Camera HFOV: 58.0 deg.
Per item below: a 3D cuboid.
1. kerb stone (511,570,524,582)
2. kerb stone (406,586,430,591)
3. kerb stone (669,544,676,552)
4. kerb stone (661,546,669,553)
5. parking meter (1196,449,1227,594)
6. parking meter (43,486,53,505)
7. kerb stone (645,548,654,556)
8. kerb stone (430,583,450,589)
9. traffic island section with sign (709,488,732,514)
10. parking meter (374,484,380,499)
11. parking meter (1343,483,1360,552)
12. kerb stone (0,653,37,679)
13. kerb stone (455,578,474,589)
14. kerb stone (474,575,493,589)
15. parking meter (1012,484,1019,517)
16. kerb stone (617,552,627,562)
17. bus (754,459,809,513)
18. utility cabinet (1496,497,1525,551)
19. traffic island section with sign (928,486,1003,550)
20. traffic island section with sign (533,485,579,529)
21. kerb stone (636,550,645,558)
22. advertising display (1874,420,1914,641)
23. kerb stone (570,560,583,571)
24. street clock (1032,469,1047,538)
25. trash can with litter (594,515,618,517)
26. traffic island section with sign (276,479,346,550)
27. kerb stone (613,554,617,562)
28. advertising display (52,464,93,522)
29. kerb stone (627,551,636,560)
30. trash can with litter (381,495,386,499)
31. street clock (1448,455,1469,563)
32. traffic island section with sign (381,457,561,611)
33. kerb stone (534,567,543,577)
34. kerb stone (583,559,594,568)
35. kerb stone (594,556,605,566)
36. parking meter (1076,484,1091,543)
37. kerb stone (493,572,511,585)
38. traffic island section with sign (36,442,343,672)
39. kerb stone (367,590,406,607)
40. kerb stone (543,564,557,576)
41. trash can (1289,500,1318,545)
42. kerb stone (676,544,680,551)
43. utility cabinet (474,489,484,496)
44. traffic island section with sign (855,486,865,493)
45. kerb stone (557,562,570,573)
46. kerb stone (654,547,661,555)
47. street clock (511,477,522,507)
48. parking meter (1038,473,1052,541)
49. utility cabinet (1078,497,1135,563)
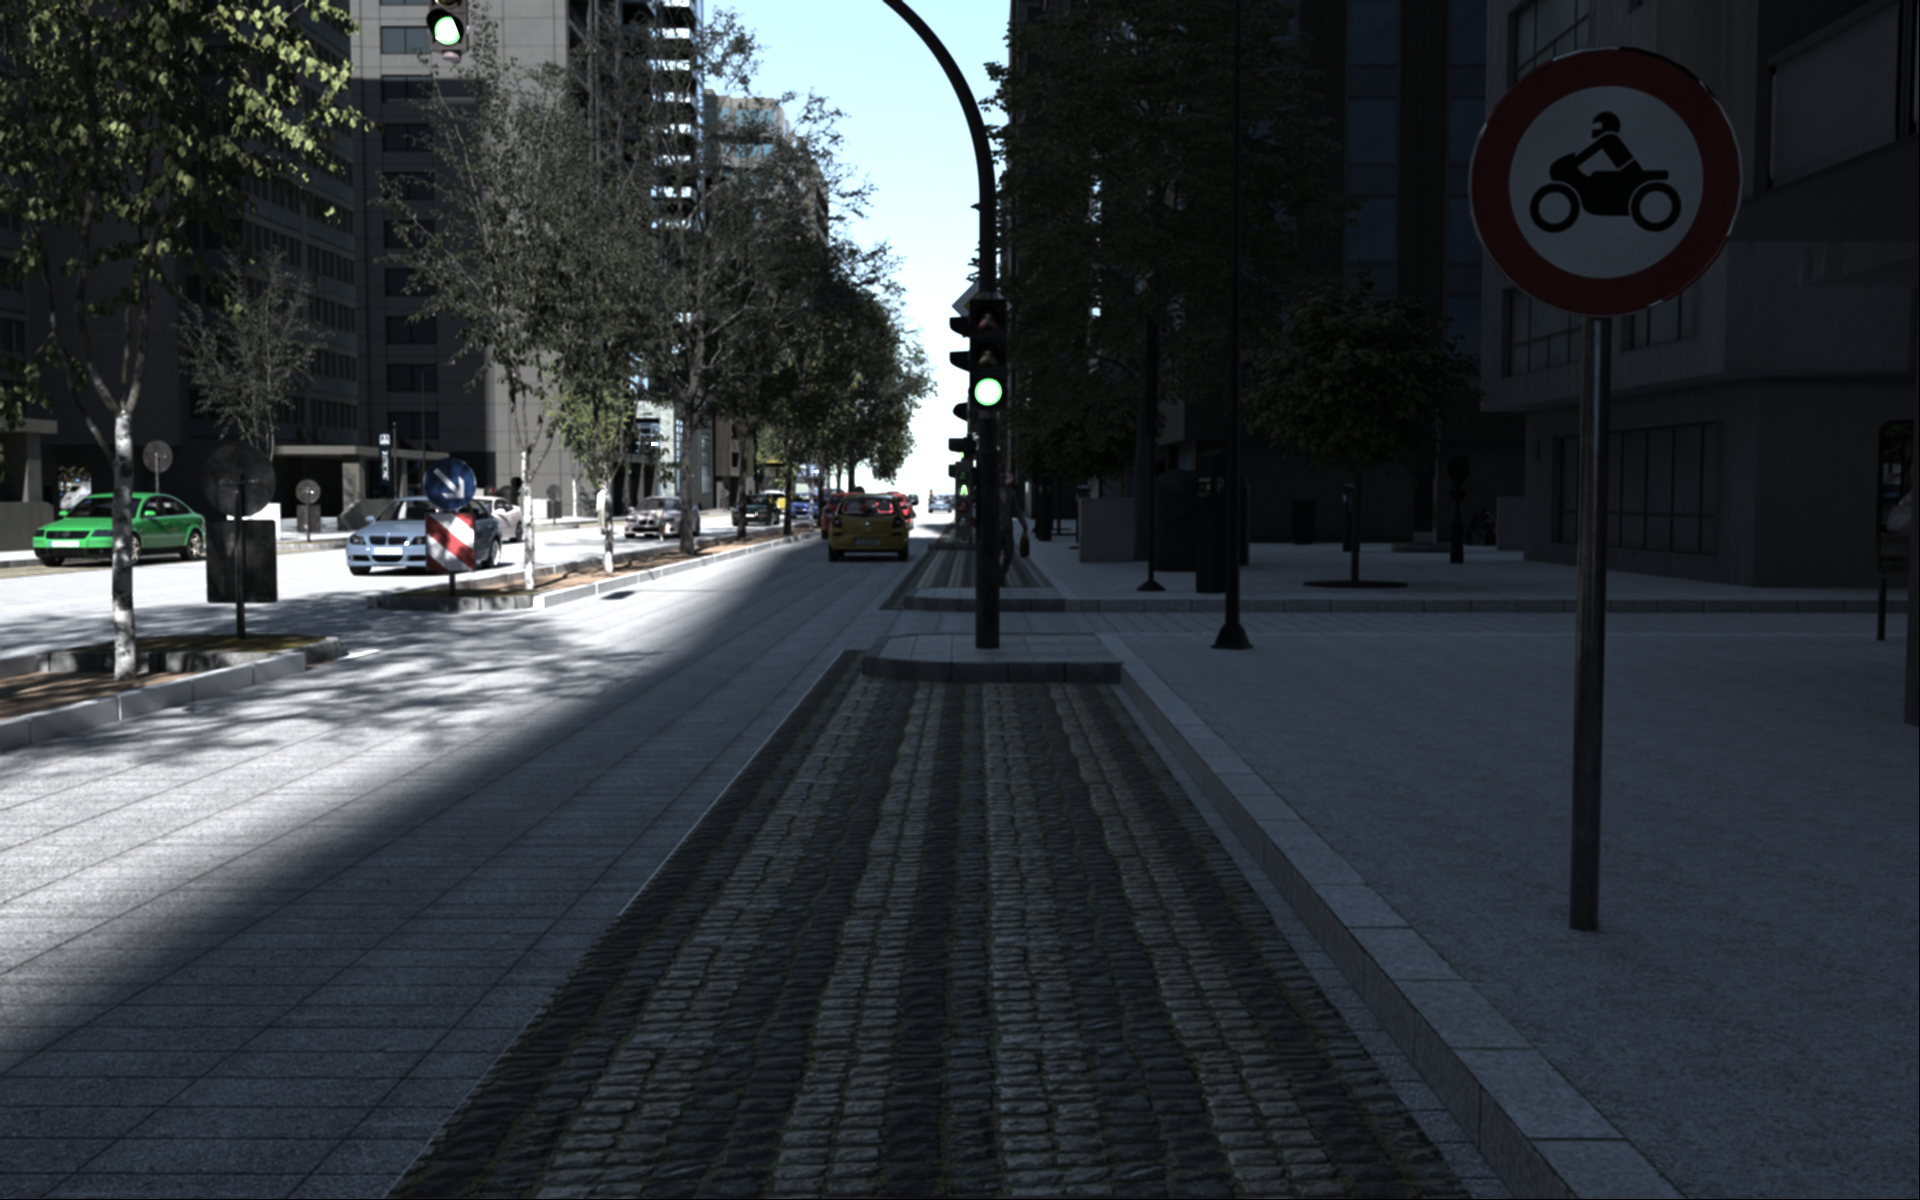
[{"bbox_3d":[-7.330,-0.378,28.422,0.120,0.150,1.000,0,4,0],"label":"kerb stone"},{"bbox_3d":[-7.381,-0.065,23.311,0.120,0.150,1.000,0,4,0],"label":"kerb stone"},{"bbox_3d":[-7.209,-1.257,42.754,0.120,0.150,1.000,0,4,0],"label":"kerb stone"},{"bbox_3d":[-7.223,-1.193,41.732,0.120,0.150,1.000,0,4,0],"label":"kerb stone"},{"bbox_3d":[3.255,-1.023,22.440,0.255,1.863,0.399,3,5,41],"label":"parking meter"},{"bbox_3d":[-28.518,-2.805,54.276,0.372,1.533,0.369,0,3,0],"label":"parking meter"},{"bbox_3d":[-7.226,-1.070,39.686,0.120,0.150,1.000,0,4,0],"label":"kerb stone"},{"bbox_3d":[-7.370,-0.130,24.334,0.120,0.150,1.000,0,4,0],"label":"kerb stone"},{"bbox_3d":[-16.611,-6.940,122.102,1.989,1.847,2.006,0,4,0],"label":"traffic island section with sign"},{"bbox_3d":[-32.801,-5.610,97.433,0.255,1.863,0.399,-2,4,-29],"label":"parking meter"},{"bbox_3d":[8.741,-1.850,38.655,0.372,1.533,0.369,0,3,0],"label":"parking meter"},{"bbox_3d":[-7.457,0.530,13.523,0.120,0.150,1.000,0,4,0],"label":"kerb stone"},{"bbox_3d":[-7.358,-0.193,25.356,0.120,0.150,1.000,0,4,0],"label":"kerb stone"},{"bbox_3d":[-7.347,-0.256,26.378,0.120,0.150,1.000,0,4,0],"label":"kerb stone"},{"bbox_3d":[3.081,-5.524,96.035,0.255,1.863,0.399,2,4,25],"label":"parking meter"},{"bbox_3d":[-7.261,-0.881,36.605,0.120,0.150,1.000,0,4,0],"label":"kerb stone"},{"bbox_3d":[-12.729,-8.175,125.210,2.896,3.916,12.252,0,4,0],"label":"bus"},{"bbox_3d":[12.720,-1.722,39.309,1.020,1.237,0.306,0,4,4],"label":"utility cabinet"},{"bbox_3d":[0.170,-2.208,44.735,1.989,1.847,2.006,0,4,0],"label":"traffic island section with sign"},{"bbox_3d":[-17.008,-3.894,72.296,1.989,1.847,2.006,0,4,0],"label":"traffic island section with sign"},{"bbox_3d":[-7.245,-1.003,38.658,0.120,0.150,1.000,0,4,0],"label":"kerb stone"},{"bbox_3d":[8.404,-0.590,14.861,0.974,1.923,0.123,3,5,42],"label":"advertising display"},{"bbox_3d":[-7.298,-0.625,32.517,0.120,0.150,1.000,0,4,0],"label":"kerb stone"},{"bbox_3d":[2.325,-2.801,50.370,0.358,2.002,0.471,3,5,40],"label":"street clock"},{"bbox_3d":[-19.946,-5.247,96.847,1.678,1.210,2.233,1,4,11],"label":"trash can with litter"},{"bbox_3d":[-17.242,-2.246,45.342,1.989,1.847,2.006,0,4,0],"label":"traffic island section with sign"},{"bbox_3d":[-7.268,-0.819,35.583,0.120,0.150,1.000,0,4,0],"label":"kerb stone"},{"bbox_3d":[-19.177,-1.973,37.474,0.123,1.923,0.974,1,4,18],"label":"advertising display"},{"bbox_3d":[-7.263,-0.944,37.629,0.120,0.150,1.000,0,4,0],"label":"kerb stone"},{"bbox_3d":[-30.219,-4.914,91.395,1.678,1.210,2.233,0,4,-3],"label":"trash can with litter"},{"bbox_3d":[9.217,-1.682,32.066,0.358,2.002,0.471,3,4,39],"label":"street clock"},{"bbox_3d":[-6.341,-0.861,22.208,2.006,1.907,1.989,0,4,0],"label":"traffic island section with sign"},{"bbox_3d":[-7.324,-0.443,29.444,0.120,0.150,1.000,0,4,0],"label":"kerb stone"},{"bbox_3d":[-7.300,-0.694,33.539,0.120,0.150,1.000,0,4,0],"label":"kerb stone"},{"bbox_3d":[-7.287,-0.745,34.562,0.120,0.150,1.000,0,4,0],"label":"kerb stone"},{"bbox_3d":[3.224,-2.254,45.271,0.372,1.533,0.369,0,3,0],"label":"parking meter"},{"bbox_3d":[-7.342,-0.318,27.400,0.120,0.150,1.000,0,4,0],"label":"kerb stone"},{"bbox_3d":[-6.412,-0.408,14.801,2.006,1.907,1.989,0,4,0],"label":"traffic island section with sign"},{"bbox_3d":[-7.390,-0.005,22.280,0.120,0.150,1.000,0,4,0],"label":"kerb stone"},{"bbox_3d":[-7.322,-0.506,30.466,0.120,0.150,1.000,0,4,0],"label":"kerb stone"},{"bbox_3d":[8.748,-1.985,44.109,0.748,1.137,0.748,0,3,0],"label":"trash can"},{"bbox_3d":[-7.201,-1.320,43.778,0.120,0.150,1.000,0,4,0],"label":"kerb stone"},{"bbox_3d":[-26.159,-5.236,94.290,0.318,1.500,1.173,-3,4,-37],"label":"utility cabinet"},{"bbox_3d":[-5.720,-5.456,97.344,2.006,1.907,1.989,0,4,0],"label":"traffic island section with sign"},{"bbox_3d":[-7.306,-0.568,31.489,0.120,0.150,1.000,0,4,0],"label":"kerb stone"},{"bbox_3d":[-7.233,-1.132,40.708,0.120,0.150,1.000,0,4,0],"label":"kerb stone"},{"bbox_3d":[-18.792,-4.212,73.428,0.358,2.002,0.471,1,4,21],"label":"street clock"},{"bbox_3d":[2.321,-2.544,47.301,0.255,1.863,0.399,-2,4,-23],"label":"parking meter"},{"bbox_3d":[2.749,-1.305,32.504,1.020,1.237,0.306,0,4,-7],"label":"utility cabinet"}]
